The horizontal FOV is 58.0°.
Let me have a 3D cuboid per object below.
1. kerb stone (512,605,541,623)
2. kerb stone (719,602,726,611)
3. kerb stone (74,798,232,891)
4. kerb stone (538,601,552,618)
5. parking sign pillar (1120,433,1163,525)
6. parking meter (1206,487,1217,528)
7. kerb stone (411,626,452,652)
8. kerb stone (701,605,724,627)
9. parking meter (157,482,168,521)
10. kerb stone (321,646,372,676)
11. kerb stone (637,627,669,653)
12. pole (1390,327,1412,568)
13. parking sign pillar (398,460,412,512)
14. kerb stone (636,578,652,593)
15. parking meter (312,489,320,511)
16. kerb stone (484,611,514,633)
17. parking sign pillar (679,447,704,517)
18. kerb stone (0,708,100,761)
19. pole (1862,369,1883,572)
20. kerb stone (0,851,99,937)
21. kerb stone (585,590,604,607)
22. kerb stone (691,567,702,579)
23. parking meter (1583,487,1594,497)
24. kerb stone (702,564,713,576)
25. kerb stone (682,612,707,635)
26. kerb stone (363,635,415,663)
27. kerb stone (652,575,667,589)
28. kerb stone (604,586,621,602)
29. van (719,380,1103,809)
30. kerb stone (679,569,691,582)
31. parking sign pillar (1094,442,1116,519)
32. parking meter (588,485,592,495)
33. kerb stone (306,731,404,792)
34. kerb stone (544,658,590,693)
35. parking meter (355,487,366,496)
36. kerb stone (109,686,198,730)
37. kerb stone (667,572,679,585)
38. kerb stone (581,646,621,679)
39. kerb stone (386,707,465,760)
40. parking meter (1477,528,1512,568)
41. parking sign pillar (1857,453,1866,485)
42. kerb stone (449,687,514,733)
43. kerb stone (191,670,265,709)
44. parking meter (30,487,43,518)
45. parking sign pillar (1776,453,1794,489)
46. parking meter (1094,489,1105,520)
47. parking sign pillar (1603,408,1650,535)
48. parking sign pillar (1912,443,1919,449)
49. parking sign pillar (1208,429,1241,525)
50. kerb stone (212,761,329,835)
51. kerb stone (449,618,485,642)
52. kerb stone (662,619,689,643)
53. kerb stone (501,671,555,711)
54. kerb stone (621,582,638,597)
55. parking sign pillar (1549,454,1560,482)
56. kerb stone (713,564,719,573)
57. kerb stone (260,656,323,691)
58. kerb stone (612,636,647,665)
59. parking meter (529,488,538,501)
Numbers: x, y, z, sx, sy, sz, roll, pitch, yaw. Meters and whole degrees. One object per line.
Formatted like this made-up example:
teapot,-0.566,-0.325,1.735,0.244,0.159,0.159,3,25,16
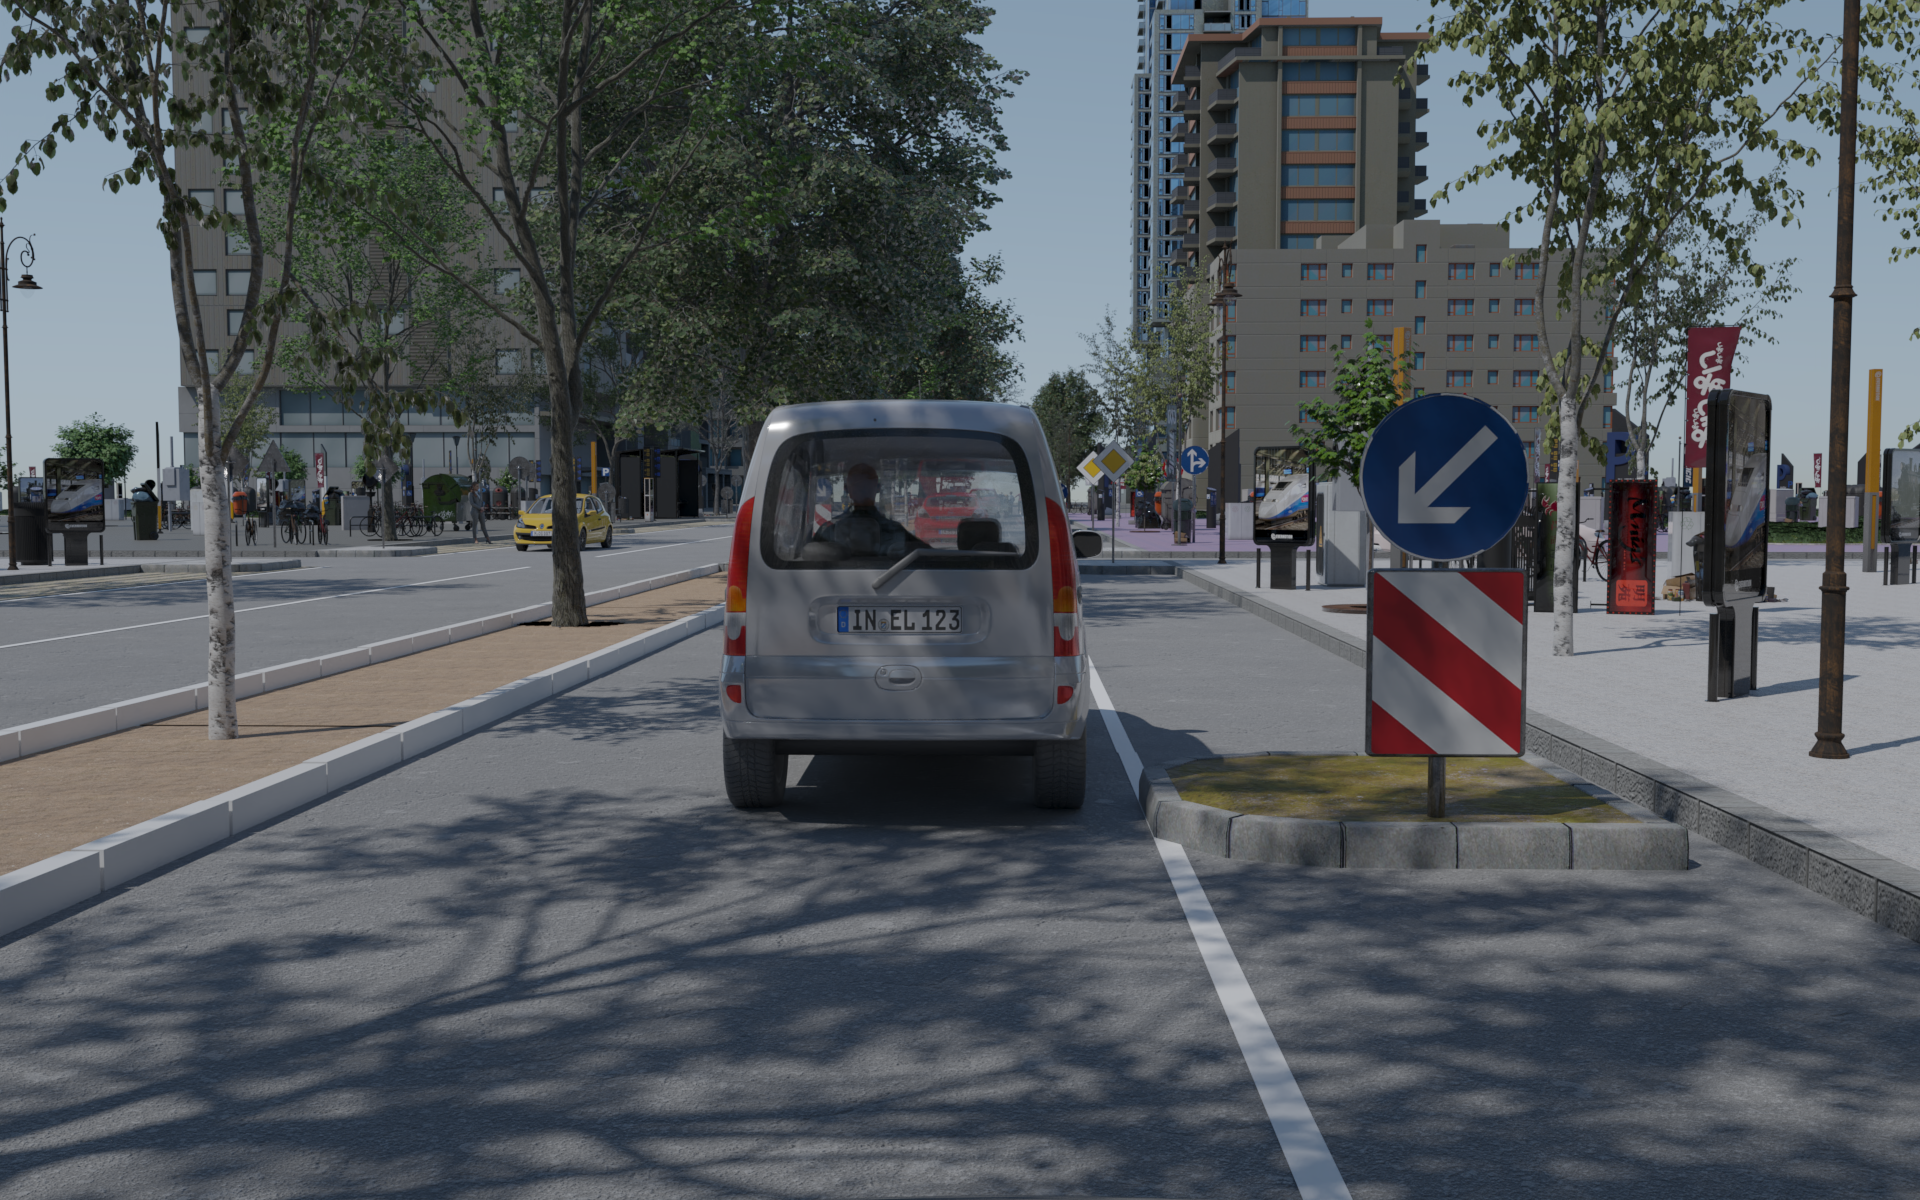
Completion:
kerb stone,-4.857,0.188,19.129,0.120,0.150,1.000,0,4,2
kerb stone,-2.744,0.130,20.063,0.120,0.150,1.000,0,4,2
kerb stone,-3.133,0.945,6.750,0.120,0.150,1.000,0,4,2
kerb stone,-4.841,0.125,20.158,0.120,0.150,1.000,0,4,2
parking sign pillar,7.806,-5.161,72.853,1.447,3.967,1.447,2,4,28
parking meter,9.436,-3.461,65.001,0.372,1.533,0.369,0,3,0
kerb stone,-4.957,0.377,16.052,0.120,0.150,1.000,0,4,2
kerb stone,-2.764,0.193,19.038,0.120,0.150,1.000,0,4,2
parking meter,-37.781,-4.670,82.070,0.255,1.863,0.399,3,4,36
kerb stone,-5.020,0.510,13.998,0.120,0.150,1.000,0,4,2
kerb stone,-2.859,0.382,15.957,0.120,0.150,1.000,0,4,2
pole,5.422,-1.680,21.308,0.158,3.312,0.155,0,3,0
parking sign pillar,-36.382,-7.671,113.890,1.447,3.967,1.447,-2,4,-30
kerb stone,-4.693,-0.189,25.289,0.120,0.150,1.000,0,4,2
parking meter,-32.389,-4.815,87.134,0.372,1.533,0.369,0,3,0
kerb stone,-4.894,0.252,18.107,0.120,0.150,1.000,0,4,2
parking sign pillar,-15.125,-6.649,97.190,1.447,3.967,1.447,0,4,-6
kerb stone,-5.139,0.752,9.895,0.120,0.150,1.000,0,4,2
pole,14.918,-2.108,28.309,0.158,3.312,0.155,0,3,0
kerb stone,-3.162,1.008,5.720,0.120,0.150,1.000,0,4,2
kerb stone,-4.776,-0.001,22.211,0.120,0.150,1.000,0,4,2
kerb stone,-4.561,-0.437,29.380,0.120,0.150,1.000,0,4,2
parking meter,23.721,-3.483,65.351,0.372,1.533,0.369,0,3,0
kerb stone,-4.528,-0.501,30.401,0.120,0.150,1.000,0,4,2
kerb stone,-2.802,0.256,18.016,0.120,0.150,1.000,0,4,2
kerb stone,-4.982,0.439,15.024,0.120,0.150,1.000,0,4,2
kerb stone,-4.653,-0.252,26.311,0.120,0.150,1.000,0,4,2
kerb stone,-4.750,-0.058,23.234,0.120,0.150,1.000,0,4,2
van,-0.209,-0.138,9.269,2.013,2.044,4.112,0,4,1
kerb stone,-4.592,-0.377,28.358,0.120,0.150,1.000,0,4,2
parking sign pillar,7.721,-6.247,90.606,1.447,3.967,1.447,3,5,40
parking meter,-23.487,-6.412,110.544,0.255,1.863,0.399,3,4,38
kerb stone,-3.075,0.819,8.798,0.120,0.150,1.000,0,4,2
kerb stone,-2.955,0.570,12.886,0.120,0.150,1.000,0,4,2
parking meter,-22.661,-3.492,65.502,0.372,1.533,0.369,0,3,0
kerb stone,-5.115,0.690,10.917,0.120,0.150,1.000,0,4,2
kerb stone,-4.625,-0.314,27.336,0.120,0.150,1.000,0,4,2
kerb stone,-2.914,0.509,13.913,0.120,0.150,1.000,0,4,2
kerb stone,-3.040,0.757,9.820,0.120,0.150,1.000,0,4,2
parking meter,6.054,-0.686,19.627,0.372,1.533,0.369,0,3,0
parking sign pillar,51.014,-6.660,97.368,1.447,3.967,1.447,0,4,-6
kerb stone,-3.011,0.695,10.842,0.120,0.150,1.000,0,4,2
kerb stone,-5.082,0.627,11.939,0.120,0.150,1.000,0,4,2
parking meter,-31.995,-3.157,60.021,0.372,1.533,0.369,0,3,0
parking sign pillar,54.138,-7.657,113.660,1.447,3.967,1.447,0,4,-4
parking meter,6.864,-4.636,84.205,0.372,1.533,0.369,0,3,0
parking sign pillar,20.779,-4.006,53.968,1.447,3.967,1.447,-2,4,-31
parking sign pillar,40.274,-5.142,72.548,1.447,3.967,1.447,-1,4,-8
parking sign pillar,10.950,-5.091,71.716,1.447,3.967,1.447,2,4,25
kerb stone,-3.099,0.886,7.772,0.120,0.150,1.000,0,4,2
kerb stone,-4.922,0.313,17.080,0.120,0.150,1.000,0,4,2
kerb stone,-2.834,0.324,16.987,0.120,0.150,1.000,0,4,2
kerb stone,-2.987,0.632,11.864,0.120,0.150,1.000,0,4,2
kerb stone,-4.715,-0.122,24.260,0.120,0.150,1.000,0,4,2
parking sign pillar,38.261,-7.506,111.198,1.447,3.967,1.447,-2,4,-23
kerb stone,-4.498,-0.564,31.424,0.120,0.150,1.000,0,4,2
kerb stone,-5.051,0.564,12.975,0.120,0.150,1.000,0,4,2
kerb stone,-2.888,0.446,14.935,0.120,0.150,1.000,0,4,2
parking meter,-17.077,-3.728,69.364,0.372,1.533,0.369,0,3,0
